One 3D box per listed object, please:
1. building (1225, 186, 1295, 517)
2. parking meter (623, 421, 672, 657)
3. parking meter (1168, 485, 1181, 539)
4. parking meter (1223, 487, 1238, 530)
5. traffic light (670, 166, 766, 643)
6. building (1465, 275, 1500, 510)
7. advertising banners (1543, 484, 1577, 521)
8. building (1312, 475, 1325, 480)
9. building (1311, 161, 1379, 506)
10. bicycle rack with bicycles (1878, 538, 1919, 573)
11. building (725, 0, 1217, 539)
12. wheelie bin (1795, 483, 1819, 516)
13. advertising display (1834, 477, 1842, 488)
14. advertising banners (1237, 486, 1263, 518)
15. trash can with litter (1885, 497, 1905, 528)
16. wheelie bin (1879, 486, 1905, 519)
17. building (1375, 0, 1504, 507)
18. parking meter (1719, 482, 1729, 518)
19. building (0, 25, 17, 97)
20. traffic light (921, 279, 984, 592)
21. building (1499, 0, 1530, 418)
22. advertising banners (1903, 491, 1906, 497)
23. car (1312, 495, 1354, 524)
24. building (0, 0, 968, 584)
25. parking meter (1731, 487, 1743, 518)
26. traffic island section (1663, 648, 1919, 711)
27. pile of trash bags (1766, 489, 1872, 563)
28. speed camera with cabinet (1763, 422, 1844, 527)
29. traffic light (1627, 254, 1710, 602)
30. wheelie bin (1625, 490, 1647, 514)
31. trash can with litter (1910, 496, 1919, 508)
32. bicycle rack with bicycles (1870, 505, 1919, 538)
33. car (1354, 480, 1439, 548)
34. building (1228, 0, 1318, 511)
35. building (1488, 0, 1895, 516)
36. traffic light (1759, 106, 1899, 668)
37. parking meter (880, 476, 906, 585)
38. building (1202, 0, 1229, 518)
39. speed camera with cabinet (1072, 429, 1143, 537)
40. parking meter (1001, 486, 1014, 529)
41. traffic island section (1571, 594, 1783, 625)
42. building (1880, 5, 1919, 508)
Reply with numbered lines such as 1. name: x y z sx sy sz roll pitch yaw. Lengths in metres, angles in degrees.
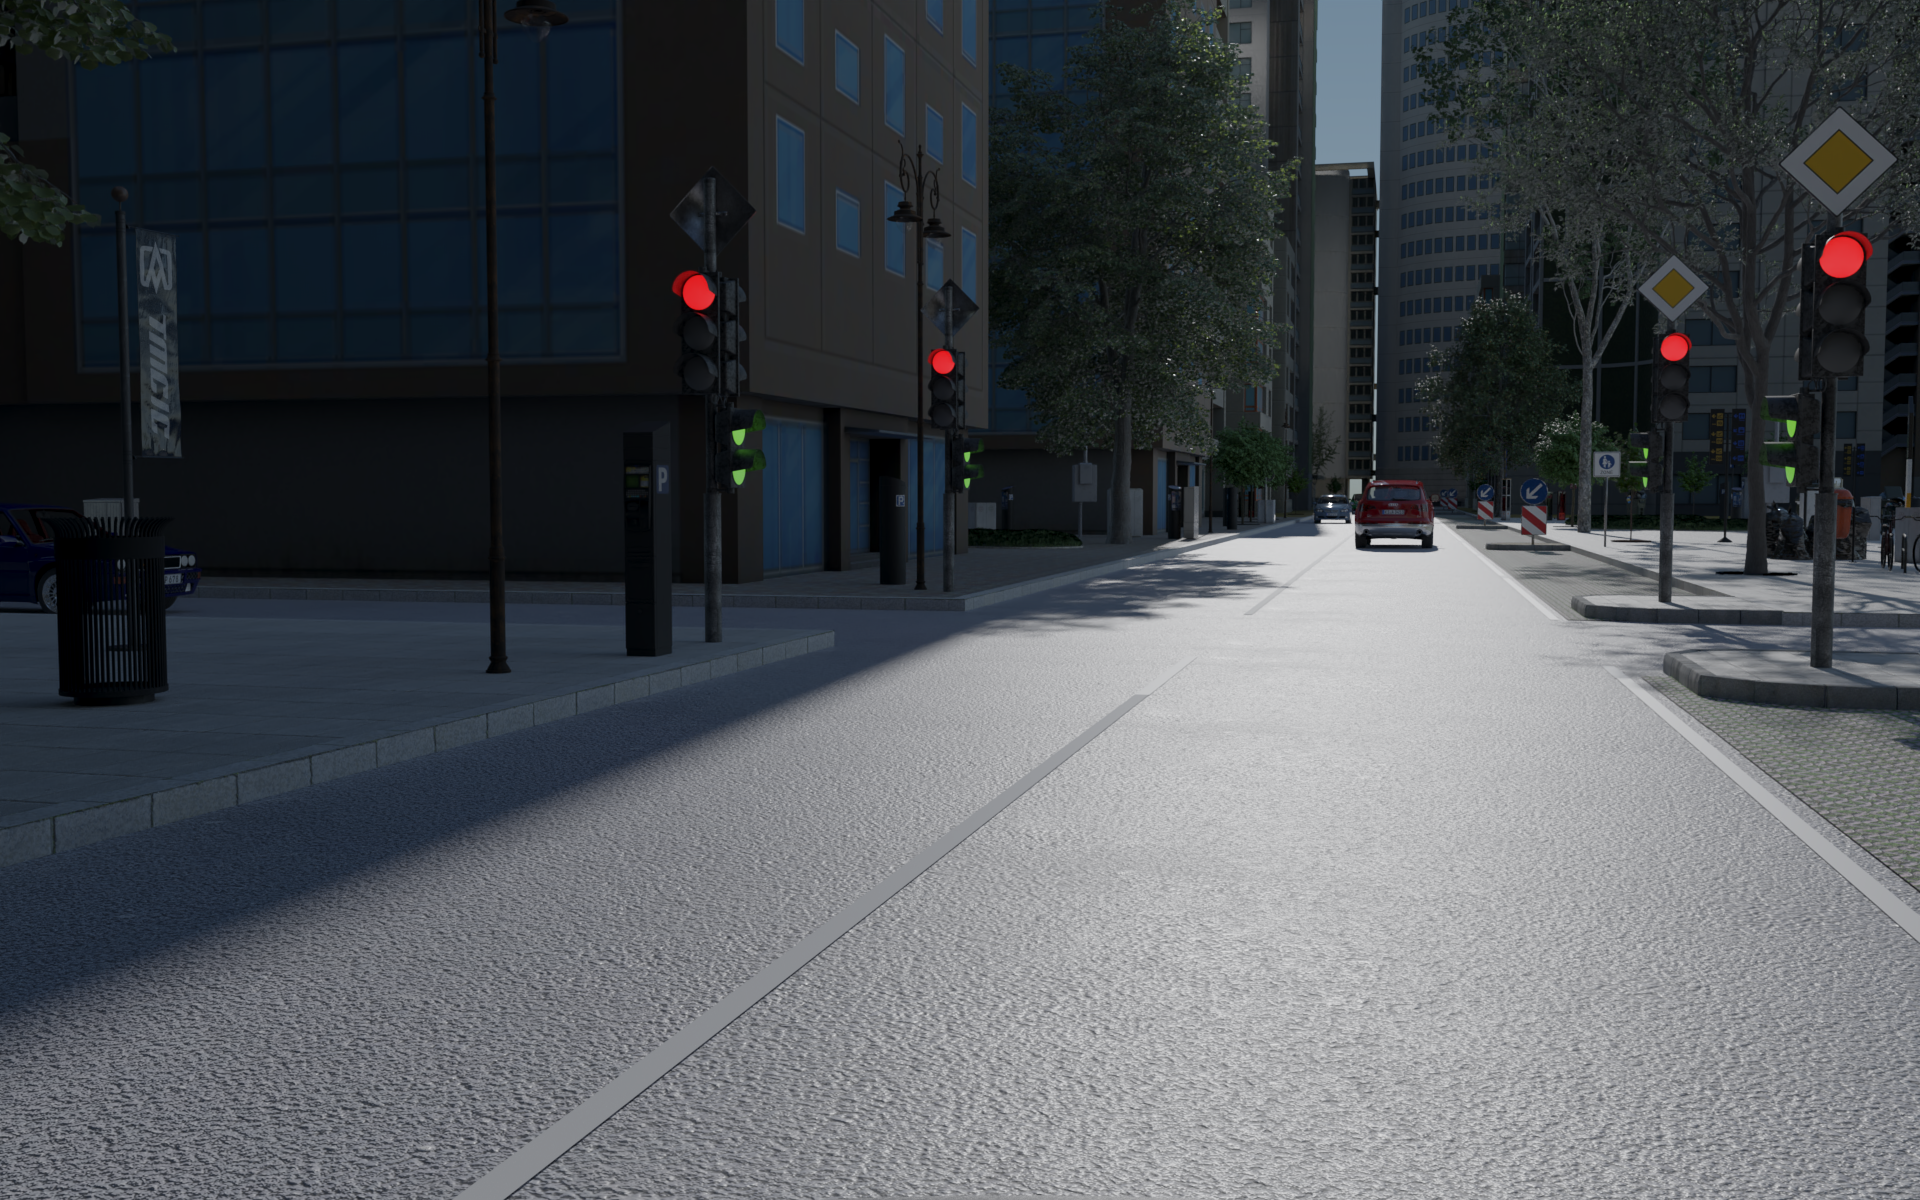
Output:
1. building: 7.080 -16.473 114.377 27.650 21.520 28.899 1 4 14
2. parking meter: -2.480 -0.492 13.756 0.255 1.863 0.399 1 4 15
3. parking meter: 6.126 -2.510 49.448 0.372 1.533 0.369 0 3 0
4. parking meter: 9.813 -3.305 62.450 0.372 1.533 0.369 0 3 0
5. traffic light: -2.121 -1.589 14.893 0.839 4.253 0.868 1 4 14
6. building: 58.035 -18.496 147.445 27.650 21.520 28.899 1 4 14
7. advertising banners: 29.174 -5.372 84.025 2.074 3.025 0.090 -1 4 -20
8. building: 19.064 -31.001 161.496 28.867 44.769 22.147 1 4 14
9. building: 34.702 -30.763 194.854 23.993 40.220 32.217 1 4 14
10. bicycle rack with bicycles: 16.303 -0.914 28.325 2.852 0.926 2.925 2 4 28
11. building: 1.319 -25.108 60.622 14.600 45.320 14.200 1 4 14
12. wheelie bin: 25.176 -2.651 51.245 0.693 1.594 0.980 0 4 -6
13. advertising display: 33.812 -3.784 67.077 0.974 1.923 0.123 -2 4 -35
14. advertising banners: 15.783 -5.974 93.866 0.090 3.025 2.074 -2 4 -35
15. trash can with litter: 35.379 -3.294 65.239 1.055 1.170 0.624 -2 4 -35
16. wheelie bin: 38.655 -3.913 71.891 0.980 1.594 0.693 1 4 9
17. building: 58.505 -39.148 182.063 28.212 58.520 21.231 1 4 14
18. parking meter: 35.971 -4.640 81.568 0.399 1.863 0.255 2 4 35
19. building: -21.461 -16.074 34.515 14.107 30.474 14.160 1 4 14
20. traffic light: -0.132 -2.062 22.627 0.839 4.253 0.868 1 4 14
21. building: 47.072 -27.150 127.505 14.154 41.232 14.086 1 4 14
22. advertising banners: 42.950 -5.041 78.610 0.090 3.025 2.074 2 4 33
23. car: 18.466 -4.507 85.685 2.014 1.417 4.499 1 4 14
24. building: -7.835 -23.319 31.385 14.600 45.320 14.200 1 4 14
25. parking meter: 28.696 -3.400 64.001 0.372 1.533 0.369 0 3 0
26. traffic island section: 6.405 0.578 12.839 2.009 0.180 2.903 1 4 14
27. pile of trash bags: 16.808 -1.476 33.884 1.912 1.369 3.447 1 4 12
28. speed camera with cabinet: 22.231 -3.145 45.760 2.038 3.252 0.660 1 4 11
29. traffic light: 8.358 -1.930 20.468 0.839 4.253 0.868 1 4 14
30. wheelie bin: 29.957 -4.207 76.692 0.980 1.594 0.693 -3 4 -36
31. trash can with litter: 46.502 -4.522 84.990 2.233 1.210 1.678 3 5 41
32. bicycle rack with bicycles: 28.994 -2.567 55.359 2.925 0.926 2.852 -3 5 -44
33. car: 11.931 -2.370 47.421 2.281 1.827 5.304 1 4 16
34. building: 19.693 -27.469 132.718 14.154 41.232 14.086 1 4 14
35. building: 44.851 -40.999 108.588 20.563 71.187 20.611 1 4 14
36. traffic light: 6.369 -1.456 12.734 0.839 4.253 0.868 1 4 14
37. parking meter: -0.955 -0.990 24.590 0.372 1.533 0.369 0 3 0
38. building: 1.759 -28.342 87.101 21.300 48.544 21.600 1 4 14
39. speed camera with cabinet: 4.384 -3.496 51.503 2.038 3.252 0.660 0 4 -4
40. parking meter: 1.453 -2.728 53.015 0.372 1.533 0.369 0 3 0
41. traffic island section: 8.394 0.104 20.573 2.009 0.180 2.903 1 4 14
42. building: 83.275 -30.467 148.251 14.200 45.320 14.600 1 4 14
